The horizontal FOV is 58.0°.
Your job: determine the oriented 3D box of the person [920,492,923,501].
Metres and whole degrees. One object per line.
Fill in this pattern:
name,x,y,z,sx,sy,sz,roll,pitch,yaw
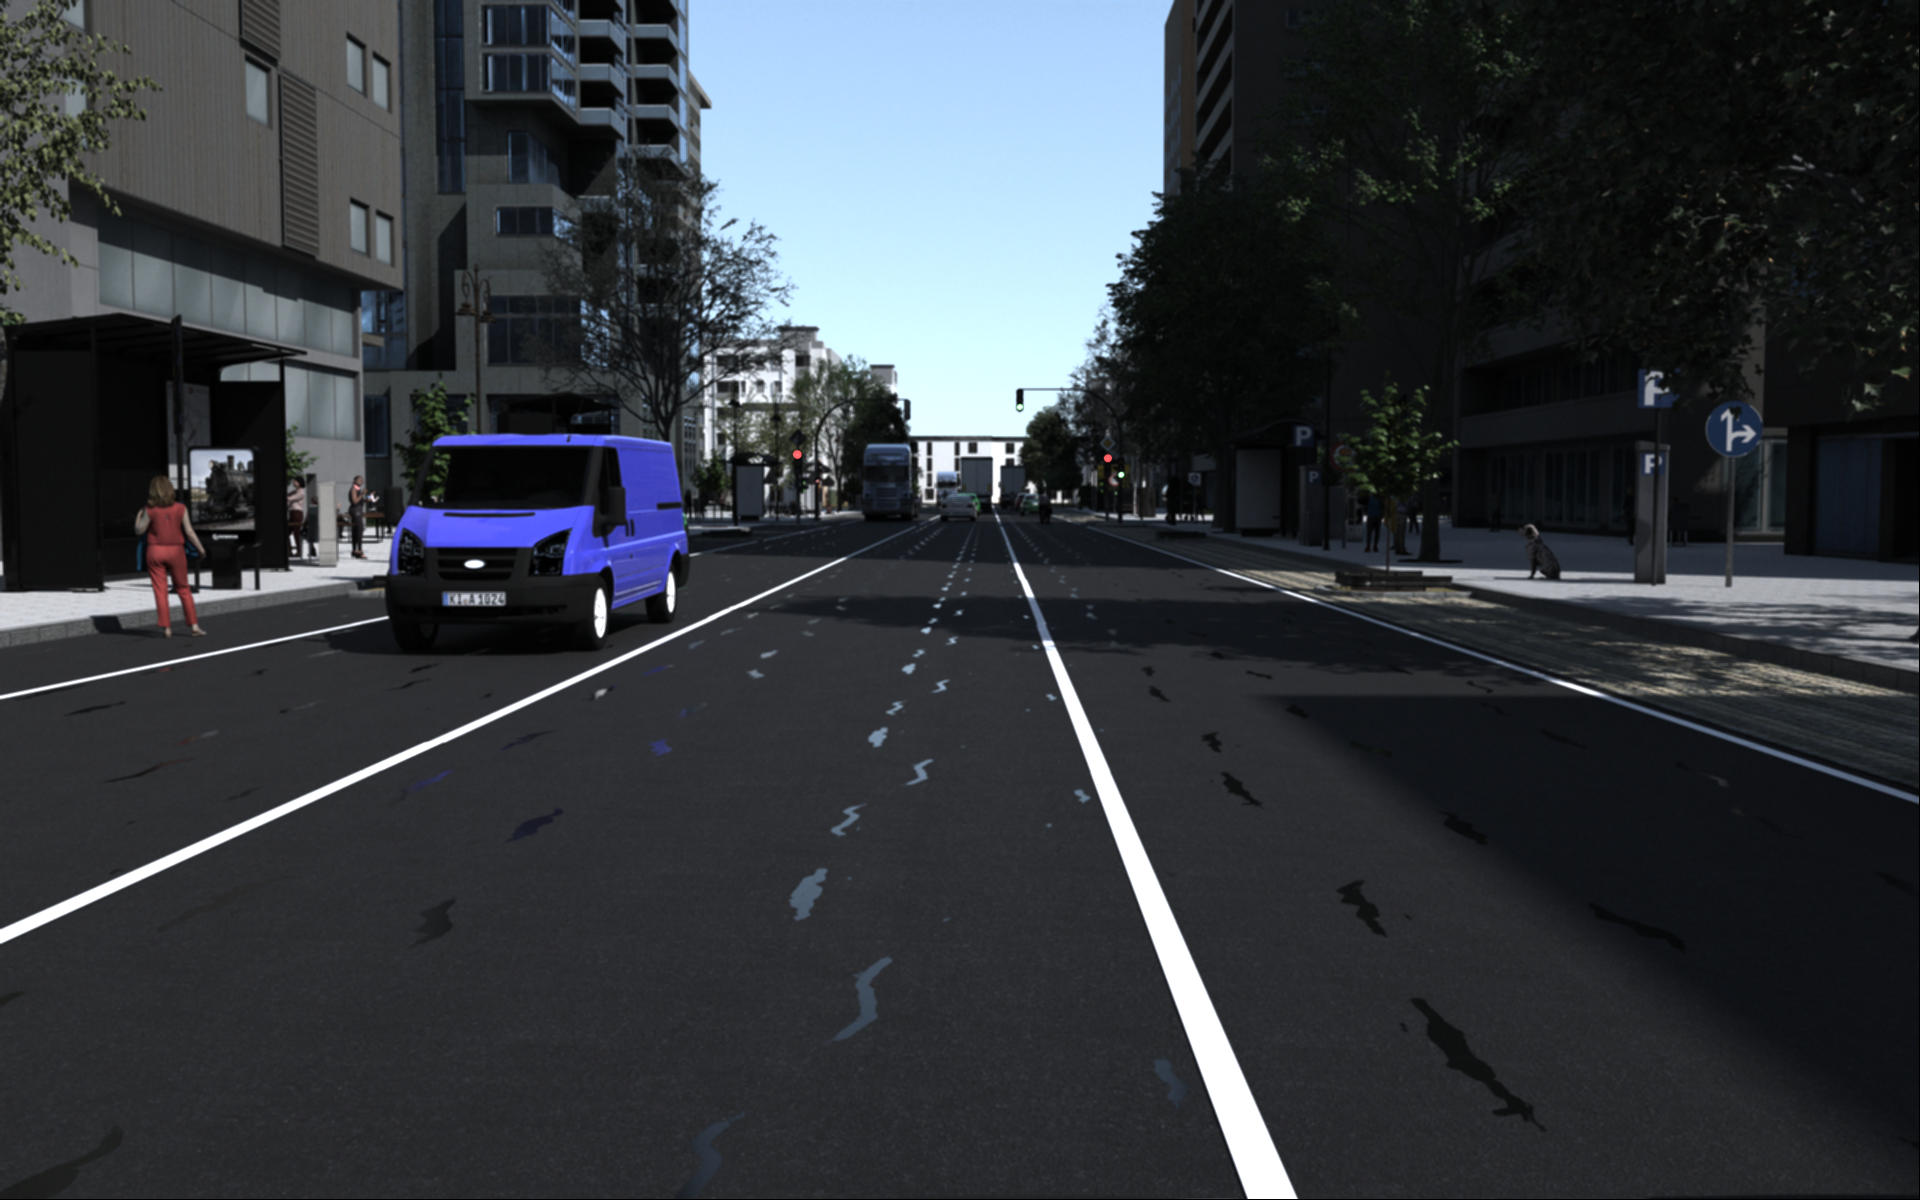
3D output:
person,-4.851,-12.534,214.239,0.445,1.727,0.742,-3,5,-41

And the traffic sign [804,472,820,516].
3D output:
traffic sign,-8.505,-6.089,99.566,0.884,2.594,0.081,0,4,4

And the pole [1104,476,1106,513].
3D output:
pole,9.867,-7.538,117.092,0.158,3.312,0.155,0,3,0

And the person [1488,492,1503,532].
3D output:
person,18.216,-2.995,58.915,0.340,1.345,0.435,3,5,42

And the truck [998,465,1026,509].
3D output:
truck,5.290,-11.369,174.795,2.839,4.237,11.283,0,4,1

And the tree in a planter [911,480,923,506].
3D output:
tree in a planter,-4.889,-11.495,185.166,1.991,3.239,1.994,0,4,1

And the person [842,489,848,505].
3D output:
person,-14.042,-12.407,208.530,1.348,1.869,0.705,3,5,40

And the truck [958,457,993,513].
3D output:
truck,1.263,-9.004,136.129,2.839,4.237,11.283,0,3,0

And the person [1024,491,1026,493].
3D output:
person,6.212,-9.387,162.709,0.721,1.736,1.217,0,4,6

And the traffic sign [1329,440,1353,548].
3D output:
traffic sign,9.060,-2.489,40.805,0.768,2.556,0.104,0,4,4

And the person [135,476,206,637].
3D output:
person,-7.928,-0.439,17.375,0.593,1.614,0.444,0,4,-2

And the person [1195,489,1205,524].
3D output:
person,10.272,-4.008,74.114,0.613,1.512,0.480,3,5,39

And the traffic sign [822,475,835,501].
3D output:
traffic sign,-8.901,-7.158,117.037,0.884,2.594,0.081,0,4,7

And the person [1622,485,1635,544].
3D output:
person,17.297,-2.201,44.564,0.480,1.512,0.613,1,4,13

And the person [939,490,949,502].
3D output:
person,-1.370,-9.327,161.080,1.350,1.814,0.705,1,4,22

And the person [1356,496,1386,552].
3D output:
person,9.128,-1.870,38.483,0.647,1.594,0.662,0,4,8

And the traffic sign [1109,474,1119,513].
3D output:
traffic sign,9.832,-6.732,110.181,0.768,2.556,0.104,0,4,5

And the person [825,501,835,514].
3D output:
person,-8.326,-5.838,109.785,0.859,0.850,0.655,1,4,18

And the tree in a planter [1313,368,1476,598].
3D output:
tree in a planter,6.115,-1.677,24.646,1.991,3.239,1.994,0,4,1

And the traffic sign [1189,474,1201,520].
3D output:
traffic sign,11.515,-5.073,85.071,0.606,2.300,0.079,0,4,3

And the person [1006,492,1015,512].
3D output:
person,4.251,-8.035,141.827,0.963,1.587,0.435,-3,4,-36

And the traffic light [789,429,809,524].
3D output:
traffic light,-6.964,-5.248,74.724,0.839,4.253,0.868,0,4,1

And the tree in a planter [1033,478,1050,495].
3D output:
tree in a planter,8.684,-11.450,184.425,1.991,3.239,1.994,0,4,1

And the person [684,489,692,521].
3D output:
person,-13.225,-4.616,84.062,0.613,1.512,0.480,3,5,42

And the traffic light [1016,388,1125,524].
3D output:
traffic light,4.782,-6.100,74.410,4.771,5.953,1.251,0,4,1

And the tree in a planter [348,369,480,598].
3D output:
tree in a planter,-7.478,-1.690,24.855,1.991,3.239,1.994,0,4,1

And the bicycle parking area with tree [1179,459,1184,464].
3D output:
bicycle parking area with tree,20.224,-9.220,137.752,8.231,4.147,9.016,1,4,18

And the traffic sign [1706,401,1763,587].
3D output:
traffic sign,10.592,-1.449,23.789,0.768,2.556,0.104,0,4,2

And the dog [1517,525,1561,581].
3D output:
dog,8.799,-0.712,26.027,0.513,0.831,0.800,-1,4,-15

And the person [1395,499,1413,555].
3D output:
person,9.343,-1.735,36.478,0.319,1.574,0.516,0,4,1

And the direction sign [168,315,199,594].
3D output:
direction sign,-10.044,-1.853,22.298,0.379,3.537,0.876,-2,4,-30

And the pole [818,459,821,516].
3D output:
pole,-8.291,-6.601,101.769,0.158,3.312,0.155,0,3,0

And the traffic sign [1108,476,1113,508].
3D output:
traffic sign,10.272,-7.172,117.360,0.768,2.556,0.104,1,4,10

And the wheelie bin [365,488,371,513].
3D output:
wheelie bin,-29.249,-4.686,84.527,0.980,1.594,0.693,-1,4,-12

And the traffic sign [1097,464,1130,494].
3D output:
traffic sign,10.474,-7.601,118.156,2.265,3.308,0.079,1,4,9

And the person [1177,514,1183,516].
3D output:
person,13.068,-5.685,102.897,0.340,1.345,0.435,1,4,16

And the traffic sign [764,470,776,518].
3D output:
traffic sign,-10.199,-5.687,92.993,0.884,2.594,0.081,0,4,5

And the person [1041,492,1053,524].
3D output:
person,4.127,-4.374,82.225,0.590,1.554,0.614,0,4,-5

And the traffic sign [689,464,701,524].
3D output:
traffic sign,-11.079,-4.497,73.529,0.884,2.594,0.081,0,4,4

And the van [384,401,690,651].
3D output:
van,-4.166,-0.810,17.630,2.240,2.365,5.245,0,4,1

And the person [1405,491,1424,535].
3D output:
person,14.122,-2.890,54.013,0.841,1.734,0.376,-2,4,-32

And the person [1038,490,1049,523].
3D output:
person,4.131,-4.625,85.585,0.566,1.644,0.517,0,4,-5

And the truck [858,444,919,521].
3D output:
truck,-3.779,-6.642,98.352,2.967,4.110,18.799,0,4,0

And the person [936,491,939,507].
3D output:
person,-2.384,-10.986,188.918,0.445,1.727,0.742,-2,4,-34

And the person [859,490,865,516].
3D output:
person,-6.091,-6.112,109.112,0.600,1.739,0.565,-1,4,-17

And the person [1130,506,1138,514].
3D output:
person,11.010,-5.832,109.675,0.859,0.850,0.655,-2,4,-32

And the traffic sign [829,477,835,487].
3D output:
traffic sign,-10.287,-8.416,137.335,0.795,2.593,0.064,1,4,10

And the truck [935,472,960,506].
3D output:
truck,-1.668,-13.696,213.686,2.967,4.110,18.799,0,4,-1

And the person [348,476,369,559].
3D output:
person,-11.876,-1.640,34.321,0.593,1.643,0.415,2,4,31

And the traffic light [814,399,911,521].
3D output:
traffic light,-4.743,-6.608,82.710,4.771,5.953,1.251,0,4,1

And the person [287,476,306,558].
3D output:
person,-13.491,-1.676,34.899,0.566,1.644,0.517,0,4,2

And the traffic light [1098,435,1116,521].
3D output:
traffic light,7.004,-5.724,82.502,0.839,4.253,0.868,0,4,1
